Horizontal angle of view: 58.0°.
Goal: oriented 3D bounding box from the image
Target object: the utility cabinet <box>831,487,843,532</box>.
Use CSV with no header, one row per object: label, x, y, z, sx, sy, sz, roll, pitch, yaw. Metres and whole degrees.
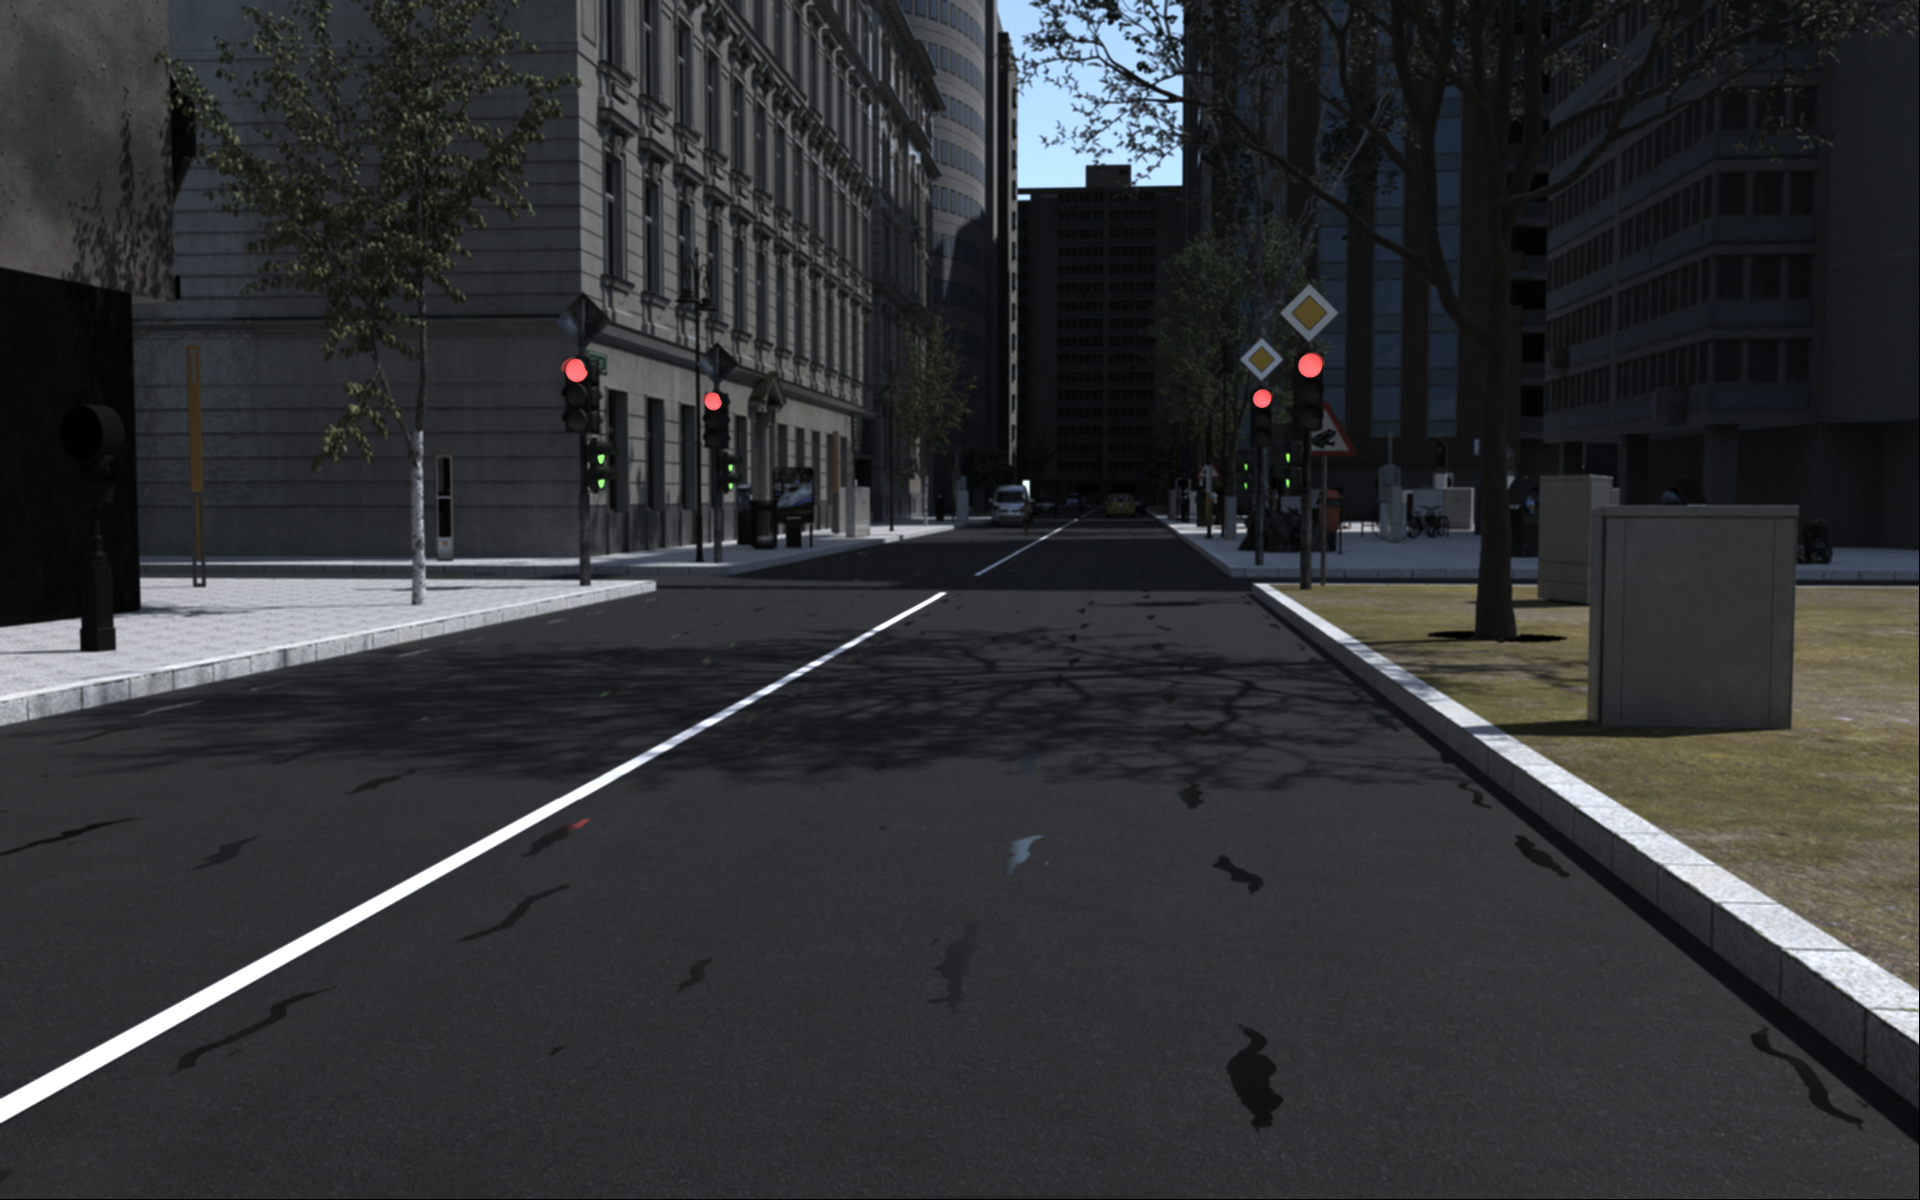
utility cabinet,-3.735,-3.001,57.744,1.173,1.500,0.318,-3,5,-40

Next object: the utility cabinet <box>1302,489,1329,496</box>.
utility cabinet,16.392,-4.361,79.976,1.173,1.500,0.318,2,4,30

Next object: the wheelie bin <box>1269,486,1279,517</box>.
wheelie bin,12.036,-3.649,67.569,0.693,1.594,0.980,2,4,27

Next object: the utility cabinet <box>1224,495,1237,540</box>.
utility cabinet,7.558,-2.277,48.384,0.306,1.237,1.020,0,4,5

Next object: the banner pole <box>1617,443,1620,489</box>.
banner pole,29.822,-5.412,78.497,0.401,3.779,0.863,1,4,20

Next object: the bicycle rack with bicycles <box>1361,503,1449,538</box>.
bicycle rack with bicycles,13.513,-2.348,51.772,2.925,0.926,2.852,-2,4,-35

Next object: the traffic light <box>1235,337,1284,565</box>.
traffic light,5.388,-2.584,31.172,0.839,4.253,0.868,0,4,5

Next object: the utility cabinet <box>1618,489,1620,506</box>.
utility cabinet,25.964,-3.690,69.008,0.318,1.500,1.173,-2,4,-33

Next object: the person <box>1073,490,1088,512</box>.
person,9.434,-7.743,135.774,1.217,1.739,0.721,1,4,17

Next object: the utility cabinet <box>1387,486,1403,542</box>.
utility cabinet,11.673,-2.311,46.469,0.318,1.500,1.173,1,4,9

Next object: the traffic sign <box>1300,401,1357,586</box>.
traffic sign,5.080,-1.478,24.169,0.884,2.594,0.081,0,4,8

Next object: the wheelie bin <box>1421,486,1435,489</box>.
wheelie bin,18.366,-3.686,68.178,0.980,1.594,0.693,-2,4,-28

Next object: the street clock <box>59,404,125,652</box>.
street clock,-7.064,-0.585,14.137,0.471,2.002,0.358,1,4,21

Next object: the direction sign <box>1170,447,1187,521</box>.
direction sign,10.518,-5.594,83.462,0.876,3.537,0.379,2,4,26

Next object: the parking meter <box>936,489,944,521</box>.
parking meter,-0.949,-4.503,82.031,0.372,1.533,0.369,0,3,0

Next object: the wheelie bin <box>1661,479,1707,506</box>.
wheelie bin,15.099,-1.731,36.214,0.980,1.594,0.693,-2,4,-28

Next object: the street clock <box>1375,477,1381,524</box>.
street clock,17.915,-4.248,74.018,0.358,2.002,0.471,0,4,-7

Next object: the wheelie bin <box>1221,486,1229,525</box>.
wheelie bin,10.814,-3.846,70.793,0.980,1.594,0.693,-3,4,-38

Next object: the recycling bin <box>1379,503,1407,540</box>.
recycling bin,12.220,-2.225,48.932,0.722,1.027,0.722,1,4,10

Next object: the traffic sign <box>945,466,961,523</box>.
traffic sign,-0.317,-4.769,78.071,0.768,2.556,0.104,1,4,14

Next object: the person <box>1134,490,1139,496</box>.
person,14.928,-8.476,147.089,0.705,1.822,1.348,-2,4,-24

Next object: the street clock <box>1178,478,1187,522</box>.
street clock,10.261,-4.580,79.452,0.471,2.002,0.358,3,5,42

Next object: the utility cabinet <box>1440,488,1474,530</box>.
utility cabinet,17.620,-3.230,61.487,1.173,1.500,0.318,3,4,39

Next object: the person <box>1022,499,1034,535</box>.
person,2.399,-2.918,60.872,0.373,1.253,0.362,2,4,30

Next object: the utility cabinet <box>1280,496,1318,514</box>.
utility cabinet,9.237,-2.201,47.140,1.020,1.237,0.306,1,4,12

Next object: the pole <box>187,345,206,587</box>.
pole,-10.522,-1.836,23.858,0.158,3.312,0.155,0,3,0

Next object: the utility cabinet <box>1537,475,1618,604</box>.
utility cabinet,7.252,-0.718,20.420,0.318,1.500,1.173,-1,4,-9

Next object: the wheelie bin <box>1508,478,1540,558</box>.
wheelie bin,11.470,-1.675,35.294,0.693,1.594,0.980,-1,4,-22

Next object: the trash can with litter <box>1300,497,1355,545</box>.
trash can with litter,8.916,-2.061,44.757,1.678,1.210,2.233,-1,4,-9

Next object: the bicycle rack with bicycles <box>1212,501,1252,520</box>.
bicycle rack with bicycles,13.832,-4.426,85.743,2.852,0.926,2.925,-1,4,-11

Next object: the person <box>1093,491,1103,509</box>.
person,13.074,-9.472,164.151,1.217,1.735,0.721,-2,4,-35

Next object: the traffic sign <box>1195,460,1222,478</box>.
traffic sign,8.380,-3.573,58.421,0.884,2.594,0.081,1,4,13

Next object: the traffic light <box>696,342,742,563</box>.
traffic light,-4.481,-2.640,32.084,0.839,4.253,0.868,0,4,5

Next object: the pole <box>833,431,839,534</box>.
pole,-4.019,-3.805,56.054,0.158,3.312,0.155,0,3,0

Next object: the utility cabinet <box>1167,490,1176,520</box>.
utility cabinet,10.452,-4.699,85.501,0.318,1.500,1.173,0,4,0

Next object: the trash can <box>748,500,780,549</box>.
trash can,-4.568,-1.755,40.348,0.748,1.137,0.748,0,3,0

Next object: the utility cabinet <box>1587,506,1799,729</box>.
utility cabinet,4.052,0.094,9.618,1.020,1.237,0.306,0,4,8

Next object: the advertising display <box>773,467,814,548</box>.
advertising display,-3.983,-2.215,41.426,0.974,1.923,0.123,-1,4,-14

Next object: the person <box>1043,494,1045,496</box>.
person,6.483,-7.583,135.711,0.599,1.433,0.991,2,4,29

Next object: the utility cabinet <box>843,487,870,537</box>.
utility cabinet,-3.008,-2.605,51.275,0.318,1.500,1.173,1,4,19

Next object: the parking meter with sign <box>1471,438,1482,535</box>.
parking meter with sign,16.583,-3.579,54.775,0.543,3.016,1.738,2,4,26

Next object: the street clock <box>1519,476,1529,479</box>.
street clock,22.257,-3.902,68.371,0.358,2.002,0.471,3,5,45

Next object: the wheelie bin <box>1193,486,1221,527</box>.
wheelie bin,9.611,-3.662,67.779,0.980,1.594,0.693,1,4,12

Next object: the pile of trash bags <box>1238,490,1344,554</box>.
pile of trash bags,7.572,-1.750,38.371,1.912,1.369,3.447,-1,4,-14

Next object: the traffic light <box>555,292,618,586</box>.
traffic light,-5.231,-2.154,24.134,0.839,4.253,0.868,0,4,5

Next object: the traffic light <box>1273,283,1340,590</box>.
traffic light,4.638,-2.098,23.222,0.839,4.253,0.868,0,4,5

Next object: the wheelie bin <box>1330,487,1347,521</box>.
wheelie bin,17.741,-4.499,81.459,0.980,1.594,0.693,-1,4,-21

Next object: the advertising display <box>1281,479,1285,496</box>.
advertising display,13.414,-4.082,71.952,0.123,1.923,0.974,1,4,9
